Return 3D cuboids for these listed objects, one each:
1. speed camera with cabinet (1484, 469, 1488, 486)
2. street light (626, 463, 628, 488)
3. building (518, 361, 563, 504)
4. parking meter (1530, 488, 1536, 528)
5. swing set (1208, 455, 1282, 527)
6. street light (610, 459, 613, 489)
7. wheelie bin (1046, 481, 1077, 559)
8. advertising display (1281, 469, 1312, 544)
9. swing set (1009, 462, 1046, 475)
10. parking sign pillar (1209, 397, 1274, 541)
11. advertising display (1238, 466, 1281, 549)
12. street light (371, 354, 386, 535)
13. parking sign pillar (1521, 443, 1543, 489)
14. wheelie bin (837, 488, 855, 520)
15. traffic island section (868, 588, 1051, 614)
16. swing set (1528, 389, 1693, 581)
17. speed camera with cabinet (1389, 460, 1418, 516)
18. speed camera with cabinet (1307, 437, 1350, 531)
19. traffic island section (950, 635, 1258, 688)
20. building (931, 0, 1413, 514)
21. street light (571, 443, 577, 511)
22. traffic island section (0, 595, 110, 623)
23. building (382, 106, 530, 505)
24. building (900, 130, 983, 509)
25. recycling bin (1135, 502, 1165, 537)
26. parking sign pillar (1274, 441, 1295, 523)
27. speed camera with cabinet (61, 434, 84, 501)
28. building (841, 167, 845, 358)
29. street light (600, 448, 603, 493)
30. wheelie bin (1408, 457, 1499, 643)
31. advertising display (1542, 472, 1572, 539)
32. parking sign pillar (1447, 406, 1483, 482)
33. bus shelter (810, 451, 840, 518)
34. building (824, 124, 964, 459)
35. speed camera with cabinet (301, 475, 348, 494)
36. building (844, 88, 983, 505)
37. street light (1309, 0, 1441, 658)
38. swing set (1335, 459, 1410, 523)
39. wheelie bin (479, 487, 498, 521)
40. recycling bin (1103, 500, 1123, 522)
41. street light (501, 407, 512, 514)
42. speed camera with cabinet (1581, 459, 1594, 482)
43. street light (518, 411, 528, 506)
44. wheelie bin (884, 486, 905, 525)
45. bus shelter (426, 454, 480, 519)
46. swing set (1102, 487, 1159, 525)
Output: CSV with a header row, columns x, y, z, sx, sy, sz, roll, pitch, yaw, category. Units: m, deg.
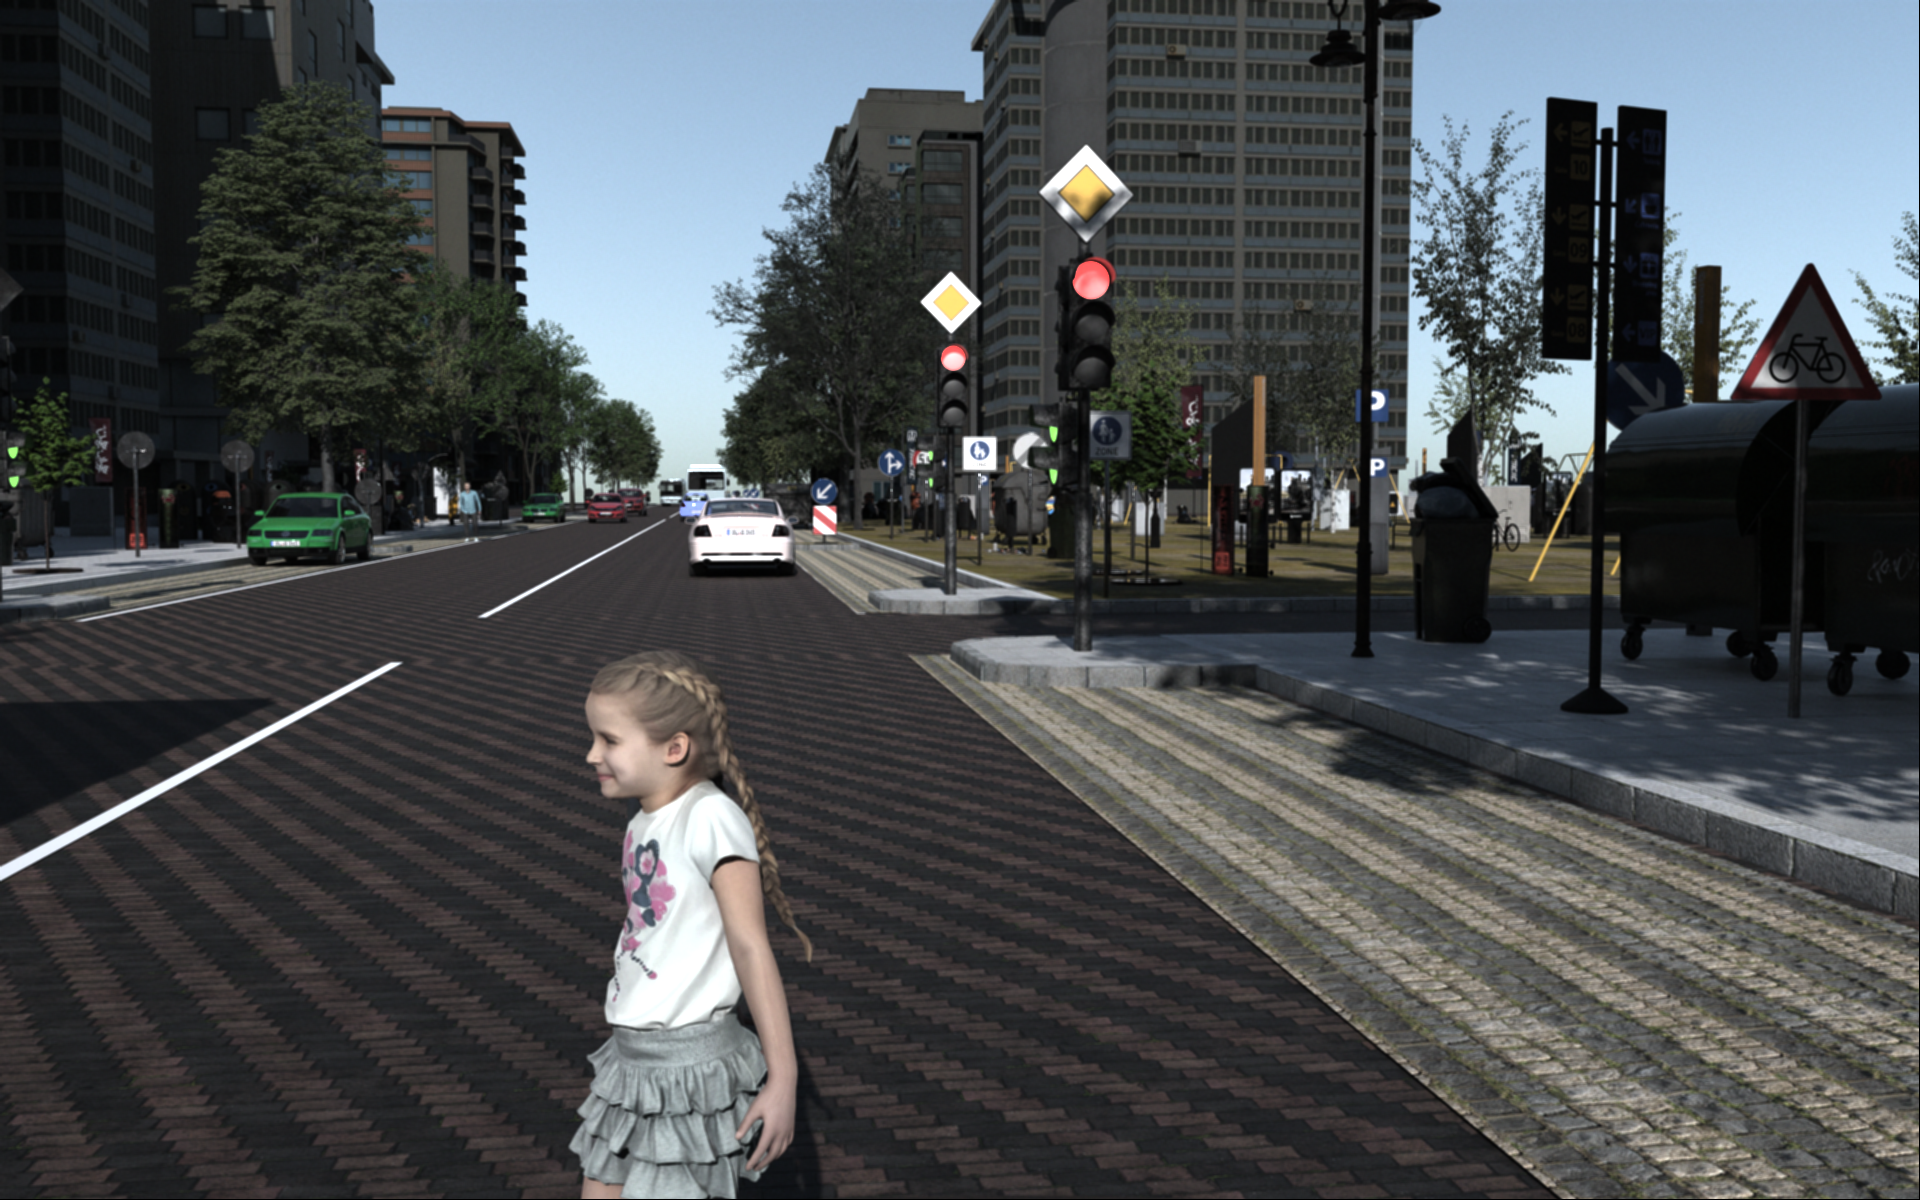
x,y,z,sx,sy,sz,roll,pitch,yaw,category
18.358,-4.026,60.156,2.038,3.252,0.660,-2,4,-33,speed camera with cabinet
-40.963,-14.703,213.184,0.468,5.910,1.993,0,4,-8,street light
-67.665,-23.399,227.608,27.650,21.520,28.899,0,4,-8,building
21.793,-3.499,65.624,0.372,1.533,0.369,0,3,0,parking meter
11.297,-4.389,69.373,3.119,2.851,2.862,1,4,9,swing set
-36.017,-12.595,178.719,0.468,5.910,1.993,0,4,-8,street light
2.172,-1.611,34.254,0.980,1.594,0.693,-3,4,-38,wheelie bin
8.602,-2.403,44.497,0.974,1.923,0.123,-1,4,-23,advertising display
3.761,-5.368,85.389,3.119,2.851,2.862,-1,4,-8,swing set
7.580,-3.616,47.587,1.447,3.967,1.447,2,4,30,parking sign pillar
6.996,-2.170,40.696,0.974,1.923,0.123,3,4,37,advertising display
-18.283,-5.008,54.673,0.468,5.910,1.993,0,4,-8,street light
29.940,-6.274,91.050,1.447,3.967,1.447,-1,4,-23,parking sign pillar
-5.614,-4.710,84.910,0.980,1.594,0.693,-2,4,-29,wheelie bin
-0.097,0.012,22.087,2.009,0.180,2.903,0,4,-8,traffic island section
10.493,-1.712,25.618,2.862,2.851,3.119,3,5,44,swing set
25.816,-6.508,100.737,2.038,3.252,0.660,2,4,32,speed camera with cabinet
12.847,-4.074,60.950,2.038,3.252,0.660,-3,4,-37,speed camera with cabinet
1.029,0.495,14.181,2.009,0.180,2.903,0,4,-8,traffic island section
14.692,-26.385,123.271,32.217,40.220,23.993,0,4,-8,building
-29.191,-9.668,130.856,0.468,5.910,1.993,0,4,-8,street light
-11.425,0.110,20.485,2.009,0.180,2.903,0,4,-8,traffic island section
-61.666,-33.273,198.630,22.147,44.769,28.867,0,4,-8,building
3.110,-22.622,141.565,14.160,30.474,14.107,0,4,-8,building
5.769,-2.447,52.570,0.722,1.027,0.722,2,4,25,recycling bin
14.522,-5.495,78.321,1.447,3.967,1.447,-2,4,-29,parking sign pillar
-29.708,-3.800,56.464,2.038,3.252,0.660,-2,4,-31,speed camera with cabinet
-7.771,-34.997,222.316,14.600,45.320,14.200,0,4,-8,building
-34.042,-11.733,164.620,0.468,5.910,1.993,0,4,-8,street light
4.283,-0.441,15.124,0.693,1.594,0.980,0,4,3,wheelie bin
17.088,-2.713,49.571,0.974,1.923,0.123,-1,4,-22,advertising display
15.596,-3.980,53.551,1.447,3.967,1.447,-1,4,-18,parking sign pillar
-7.138,-6.058,90.331,1.731,3.624,6.357,-1,4,-8,bus shelter
-3.871,-40.047,244.007,28.713,52.752,27.495,0,4,-8,building
-30.366,-5.407,82.742,2.038,3.252,0.660,-3,4,-37,speed camera with cabinet
-2.191,-35.551,204.963,21.300,48.544,21.600,0,4,-8,building
3.179,-2.490,13.496,0.468,5.910,1.993,0,4,-8,street light
17.944,-4.825,76.508,2.862,2.851,3.119,-1,4,-16,swing set
-22.304,-4.523,81.862,0.980,1.594,0.693,-3,5,-41,wheelie bin
7.000,-4.065,79.014,0.722,1.027,0.722,2,4,27,recycling bin
-23.303,-7.109,89.026,0.468,5.910,1.993,0,4,-8,street light
26.072,-4.716,71.443,0.660,3.252,2.038,2,4,28,speed camera with cabinet
-24.258,-7.558,96.362,0.468,5.910,1.993,0,4,-8,street light
-2.677,-3.852,70.881,0.980,1.594,0.693,2,4,24,wheelie bin
-26.273,-5.870,89.902,2.014,3.302,5.546,-1,4,-8,bus shelter
6.712,-4.697,74.418,3.119,2.851,2.862,3,5,42,swing set
